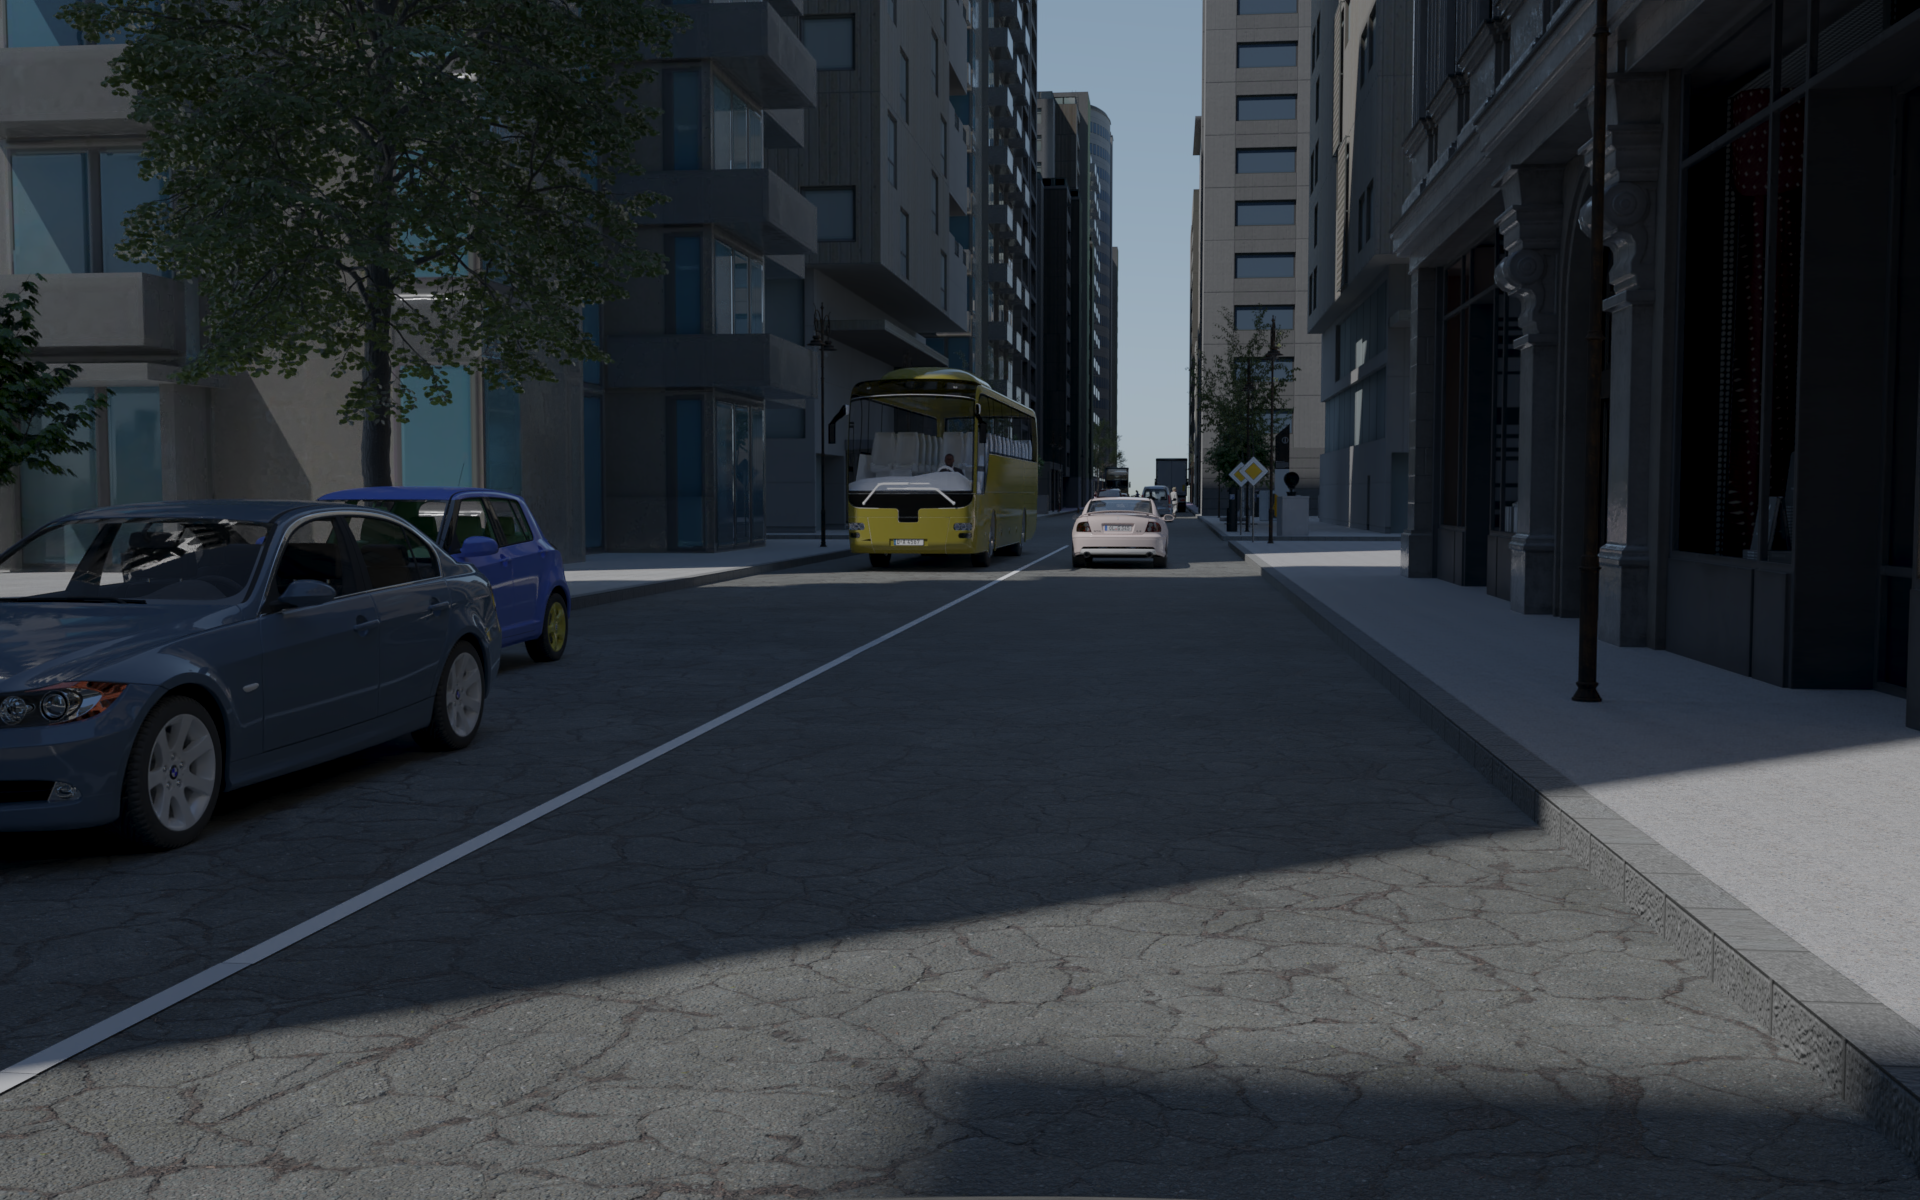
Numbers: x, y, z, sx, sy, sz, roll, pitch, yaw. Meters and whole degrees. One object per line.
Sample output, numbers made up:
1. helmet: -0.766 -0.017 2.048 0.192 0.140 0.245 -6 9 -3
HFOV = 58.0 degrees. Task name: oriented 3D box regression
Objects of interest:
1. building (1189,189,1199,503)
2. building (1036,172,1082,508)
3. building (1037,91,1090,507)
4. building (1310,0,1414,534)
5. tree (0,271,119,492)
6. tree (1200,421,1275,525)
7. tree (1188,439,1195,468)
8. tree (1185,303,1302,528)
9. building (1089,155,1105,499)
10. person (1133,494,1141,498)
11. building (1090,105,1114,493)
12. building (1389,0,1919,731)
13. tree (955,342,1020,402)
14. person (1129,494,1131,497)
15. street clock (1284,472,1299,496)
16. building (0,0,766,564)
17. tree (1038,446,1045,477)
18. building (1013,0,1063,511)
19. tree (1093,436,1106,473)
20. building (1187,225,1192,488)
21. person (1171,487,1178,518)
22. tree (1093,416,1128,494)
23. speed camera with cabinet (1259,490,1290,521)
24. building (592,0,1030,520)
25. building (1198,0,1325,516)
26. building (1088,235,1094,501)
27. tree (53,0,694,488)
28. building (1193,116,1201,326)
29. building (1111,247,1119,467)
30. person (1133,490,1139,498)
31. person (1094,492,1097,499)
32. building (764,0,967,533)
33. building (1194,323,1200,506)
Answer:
1. building: 45.368 -38.865 259.136 21.300 48.544 21.600 0 4 7
2. building: 3.733 -23.636 158.150 14.160 30.474 14.107 0 4 7
3. building: 5.505 -29.859 171.781 14.154 41.232 14.086 0 4 7
4. building: 27.240 -29.033 63.929 27.495 52.752 28.713 0 4 7
5. tree: -7.184 -1.120 12.917 1.663 3.219 1.824 0 3 0
6. tree: 11.874 -5.493 73.522 4.285 4.588 4.351 0 3 0
7. tree: 29.632 -16.012 212.154 4.360 8.622 3.978 0 3 0
8. tree: 10.792 -7.076 66.062 4.737 8.622 4.395 0 3 0
9. building: 6.962 -37.250 228.644 23.786 49.044 30.456 0 4 7
10. person: 22.196 -12.701 216.175 1.348 1.822 0.705 1 4 21
11. building: 11.667 -43.794 258.029 21.231 58.520 28.212 0 4 7
12. building: 11.191 -10.639 24.858 10.553 20.767 40.483 0 4 7
13. tree: 0.909 -8.231 84.935 4.360 8.622 3.978 0 3 0
14. person: 25.975 -15.526 265.573 0.991 1.433 0.599 -2 4 -28
15. street clock: 10.744 -3.156 56.165 0.471 2.002 0.358 0 4 0
16. building: -19.138 -25.582 37.880 30.456 49.044 23.786 0 4 7
17. tree: 2.989 -6.746 94.012 4.285 4.588 4.351 0 3 0
18. building: -2.084 -42.918 139.958 20.563 71.187 20.611 0 4 7
19. tree: 14.308 -15.015 195.863 4.737 8.622 4.395 0 3 0
20. building: 43.870 -38.430 278.435 14.600 45.320 14.200 0 4 7
21. person: 12.881 -5.865 104.277 0.514 1.842 0.818 2 4 32
22. tree: 16.768 -16.675 207.053 7.601 10.594 8.767 -2 4 -29
23. speed camera with cabinet: 15.182 -5.424 83.024 2.038 3.252 0.660 -3 5 -44
24. building: -7.214 -30.152 112.594 23.786 49.044 30.456 0 4 7
25. building: 26.278 -34.885 112.369 21.231 58.520 28.212 0 4 7
26. building: 7.056 -25.345 186.095 14.160 30.474 14.107 0 4 7
27. tree: -6.795 -6.265 20.561 7.486 12.596 7.792 0 3 0
28. building: 45.904 -39.437 234.037 28.713 52.752 27.495 0 4 7
29. building: 18.184 -36.421 279.074 14.154 41.232 14.086 0 4 7
30. person: 17.625 -10.109 173.644 0.599 1.838 0.709 0 4 -5
31. person: 16.442 -12.239 209.282 0.551 1.740 0.621 -1 4 -21
32. building: -14.274 -29.327 68.741 28.713 52.752 27.495 0 4 7
33. building: 39.626 -20.992 188.253 27.650 21.520 28.899 0 4 7
